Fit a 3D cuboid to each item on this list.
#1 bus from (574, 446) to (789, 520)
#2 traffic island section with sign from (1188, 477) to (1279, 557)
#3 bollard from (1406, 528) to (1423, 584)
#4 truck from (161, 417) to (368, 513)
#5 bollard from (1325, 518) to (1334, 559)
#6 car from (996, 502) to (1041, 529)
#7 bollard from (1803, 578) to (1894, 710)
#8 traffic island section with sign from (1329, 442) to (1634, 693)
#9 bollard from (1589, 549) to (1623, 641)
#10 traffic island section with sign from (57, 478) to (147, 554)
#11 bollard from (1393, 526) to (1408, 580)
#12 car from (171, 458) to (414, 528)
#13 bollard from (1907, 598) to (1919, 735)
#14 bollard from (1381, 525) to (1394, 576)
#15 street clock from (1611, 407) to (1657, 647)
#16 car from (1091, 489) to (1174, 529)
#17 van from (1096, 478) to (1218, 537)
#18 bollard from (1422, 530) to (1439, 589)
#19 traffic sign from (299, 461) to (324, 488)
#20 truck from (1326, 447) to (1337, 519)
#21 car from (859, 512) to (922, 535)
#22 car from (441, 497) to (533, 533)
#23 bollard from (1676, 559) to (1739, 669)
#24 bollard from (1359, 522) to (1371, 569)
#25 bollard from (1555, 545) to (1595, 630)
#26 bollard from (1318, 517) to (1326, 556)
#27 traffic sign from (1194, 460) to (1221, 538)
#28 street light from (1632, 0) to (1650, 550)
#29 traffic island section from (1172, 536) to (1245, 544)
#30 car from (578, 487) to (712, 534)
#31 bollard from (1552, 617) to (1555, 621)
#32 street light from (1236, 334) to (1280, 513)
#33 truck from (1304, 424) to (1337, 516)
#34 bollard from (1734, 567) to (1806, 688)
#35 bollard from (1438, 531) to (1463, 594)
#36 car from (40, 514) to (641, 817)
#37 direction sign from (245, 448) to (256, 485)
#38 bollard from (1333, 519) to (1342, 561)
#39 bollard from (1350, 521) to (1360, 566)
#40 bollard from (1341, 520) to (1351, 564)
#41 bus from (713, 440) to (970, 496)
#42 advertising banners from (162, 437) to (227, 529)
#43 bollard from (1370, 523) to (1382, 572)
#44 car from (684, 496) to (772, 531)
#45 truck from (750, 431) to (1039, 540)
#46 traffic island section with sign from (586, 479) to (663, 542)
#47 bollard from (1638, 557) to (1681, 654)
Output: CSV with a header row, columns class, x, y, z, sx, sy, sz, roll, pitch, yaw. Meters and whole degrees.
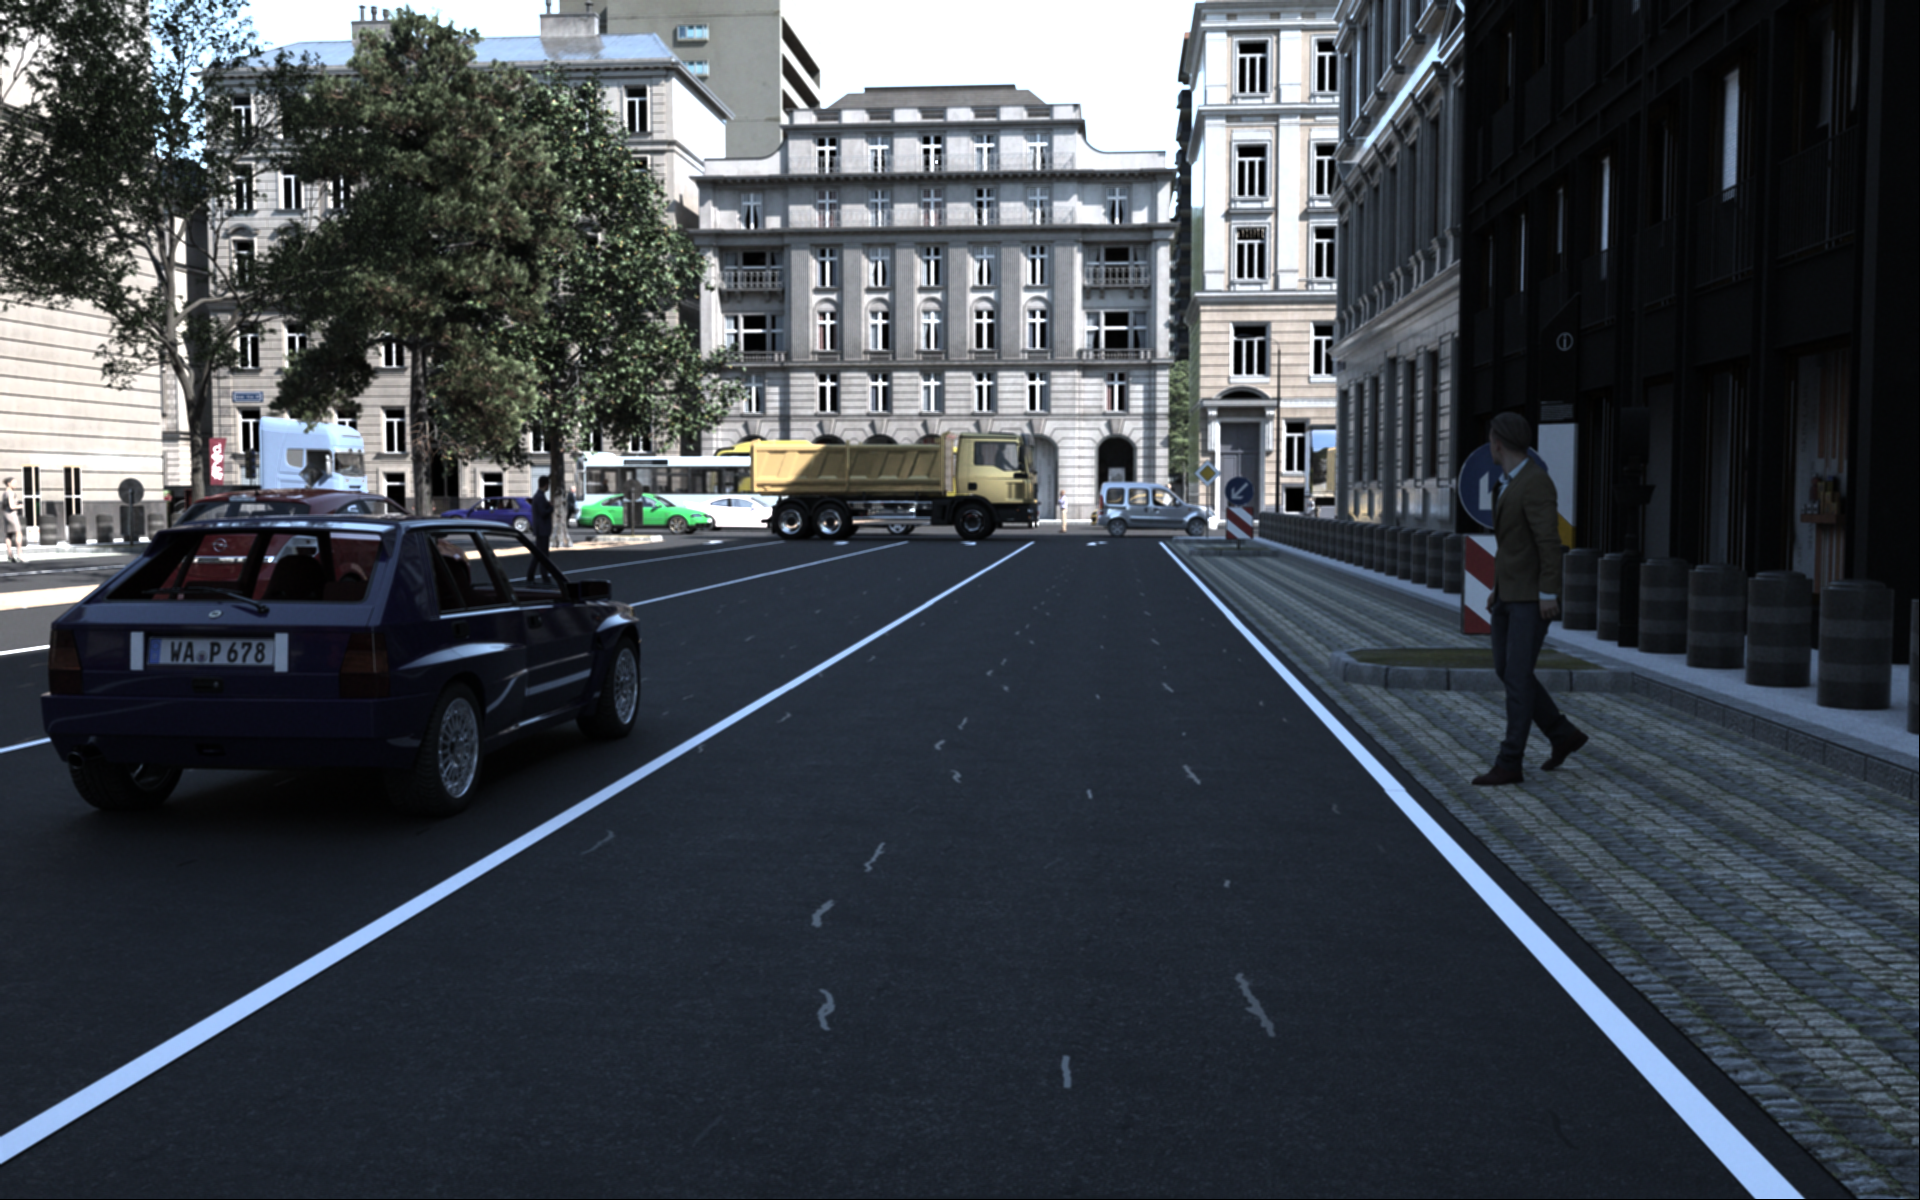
class,x,y,z,sx,sy,sz,roll,pitch,yaw
bus,-10.191,-4.748,72.486,13.247,3.499,2.948,0,4,4
traffic island section with sign,6.334,-1.936,40.286,1.989,1.847,2.006,0,4,5
bollard,6.689,-0.621,24.870,0.404,0.777,0.398,0,3,0
truck,-30.012,-4.407,61.812,18.799,4.110,2.967,0,4,4
bollard,7.550,-1.209,34.484,0.404,0.777,0.398,0,3,0
car,2.342,-3.933,73.344,2.155,1.783,4.494,0,4,6
bollard,5.403,0.261,10.453,0.404,0.777,0.398,0,3,0
traffic island section with sign,3.938,-0.294,13.437,1.989,1.847,2.006,0,4,5
bollard,5.830,-0.033,15.258,0.404,0.777,0.398,0,3,0
traffic island section with sign,-20.560,-2.060,42.314,1.989,1.847,2.006,0,4,5
bollard,6.797,-0.694,26.067,0.404,0.777,0.398,0,3,0
car,-6.415,-0.519,17.534,2.155,1.783,4.494,0,4,5
bollard,5.299,0.334,9.256,0.404,0.777,0.398,0,3,0
bollard,6.905,-0.769,27.288,0.404,0.777,0.398,0,3,0
street clock,5.639,-0.609,14.522,0.358,2.002,0.471,1,4,20
car,7.354,-3.715,70.971,3.980,1.641,2.015,0,4,7
van,6.652,-3.147,58.464,4.112,2.044,2.013,0,4,4
bollard,6.586,-0.547,23.665,0.404,0.777,0.398,0,3,0
traffic sign,-19.896,-3.027,53.136,0.795,2.450,0.064,0,4,5
truck,18.261,-4.055,62.219,9.791,3.379,3.469,0,4,5
car,-3.570,-3.225,61.409,5.304,1.827,2.281,0,4,6
car,-17.322,-3.182,64.599,3.894,1.354,1.945,0,4,7
bollard,5.616,0.114,12.856,0.404,0.777,0.398,0,3,0
bollard,7.123,-0.916,29.687,0.404,0.777,0.398,0,3,0
bollard,5.940,-0.106,16.455,0.404,0.777,0.398,0,3,0
bollard,7.653,-1.282,35.681,0.404,0.777,0.398,0,3,0
traffic sign,7.239,-2.878,50.700,0.795,2.450,0.064,0,4,5
street light,5.516,-2.627,15.486,1.470,5.913,1.316,0,4,5
traffic island section,7.263,-1.743,50.775,2.009,0.180,2.903,0,4,5
car,-11.311,-3.276,62.357,4.718,1.807,1.959,0,4,6
bollard,6.047,-0.180,17.660,0.404,0.777,0.398,0,3,0
street light,8.733,-4.769,50.517,1.470,5.913,1.316,0,4,5
truck,19.784,-4.981,70.357,11.283,4.237,2.839,0,4,6
bollard,5.510,0.188,11.651,0.404,0.777,0.398,0,3,0
bollard,6.479,-0.474,22.468,0.404,0.777,0.398,0,3,0
car,-2.934,0.213,9.105,1.945,1.354,3.894,0,4,6
direction sign,-35.320,-5.767,86.284,0.876,3.537,0.379,3,4,37
bollard,7.442,-1.136,33.286,0.404,0.777,0.398,0,3,0
bollard,7.230,-0.989,30.888,0.404,0.777,0.398,0,3,0
bollard,7.335,-1.063,32.090,0.404,0.777,0.398,0,3,0
bus,-5.713,-5.410,80.008,12.252,3.916,2.896,0,4,4
advertising banners,-23.623,-3.490,53.255,2.074,3.025,0.090,-2,4,-30
bollard,7.018,-0.842,28.485,0.404,0.777,0.398,0,3,0
car,-8.434,-3.393,67.843,4.827,1.381,2.083,0,4,5
truck,-1.589,-3.608,54.908,9.791,3.379,3.469,0,4,6
traffic island section with sign,-10.101,-2.717,52.560,2.006,1.907,1.989,0,4,5
bollard,5.727,0.040,14.061,0.404,0.777,0.398,0,3,0
